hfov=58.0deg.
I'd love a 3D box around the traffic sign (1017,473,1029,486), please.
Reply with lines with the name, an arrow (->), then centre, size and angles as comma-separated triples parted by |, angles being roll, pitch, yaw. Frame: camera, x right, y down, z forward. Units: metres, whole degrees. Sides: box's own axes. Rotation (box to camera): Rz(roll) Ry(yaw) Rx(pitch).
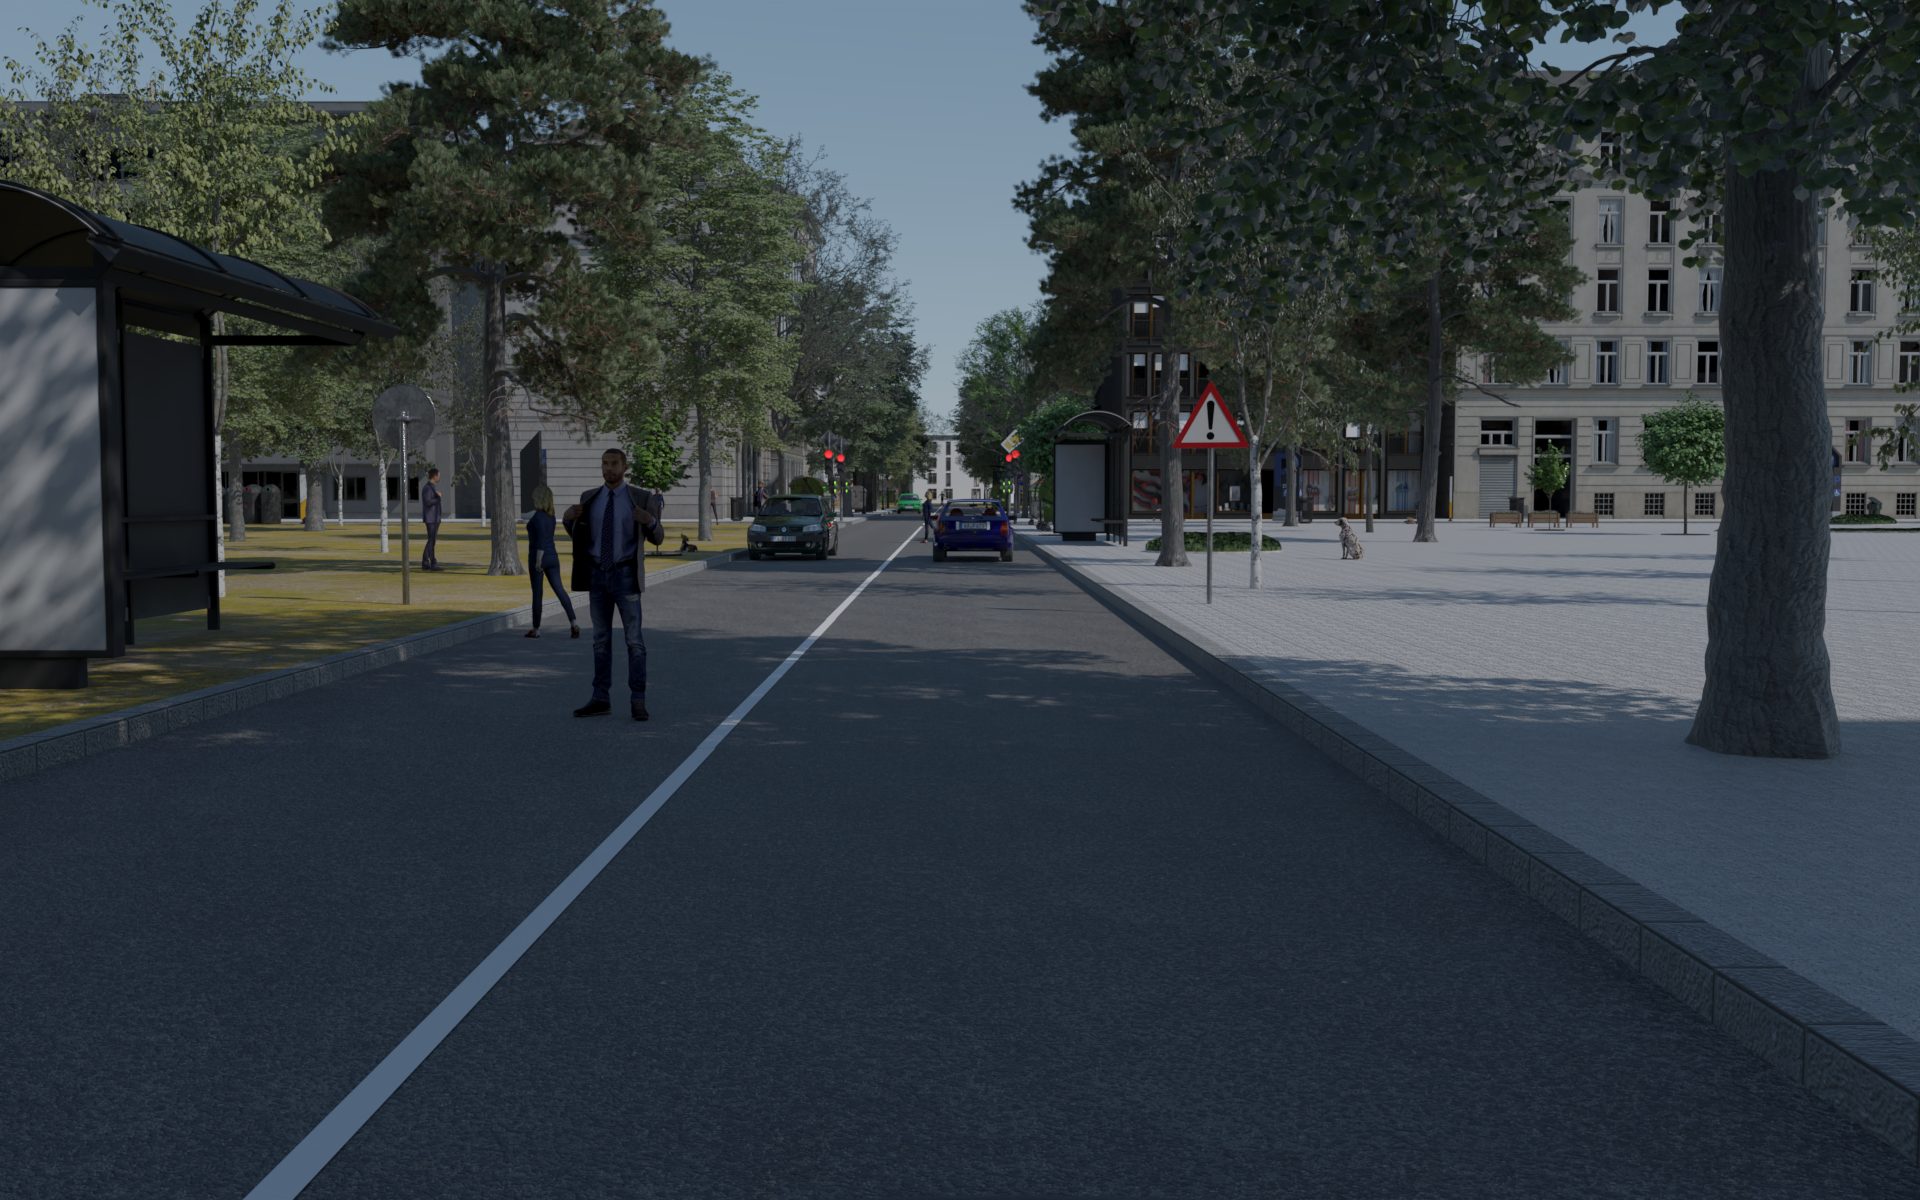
traffic sign -> 3.885, -6.505, 106.470 | 0.768, 2.556, 0.104 | 0, 4, 3

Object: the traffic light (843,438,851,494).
traffic light -> -5.632, -5.697, 82.391 | 0.839, 4.213, 0.868 | 0, 4, 0

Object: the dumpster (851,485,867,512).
dumpster -> -6.930, -6.788, 116.746 | 1.264, 1.857, 1.865 | 0, 4, 0

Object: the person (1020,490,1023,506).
person -> 6.600, -10.744, 182.418 | 1.217, 1.735, 0.721 | -2, 4, -33

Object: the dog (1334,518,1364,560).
dog -> 7.637, -1.188, 33.810 | 0.513, 0.831, 0.800 | 0, 4, 0

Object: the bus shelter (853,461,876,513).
bus shelter -> -6.517, -7.997, 122.029 | 1.731, 3.624, 6.357 | 0, 4, 0

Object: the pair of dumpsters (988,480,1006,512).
pair of dumpsters -> 2.876, -7.510, 125.282 | 1.574, 2.255, 4.436 | 0, 3, 0

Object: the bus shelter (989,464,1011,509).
bus shelter -> 3.250, -9.100, 140.063 | 1.731, 3.624, 6.357 | 0, 4, 0

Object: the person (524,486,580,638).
person -> -4.070, -0.379, 17.240 | 0.613, 1.512, 0.480 | 0, 4, 1

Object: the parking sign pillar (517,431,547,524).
parking sign pillar -> -18.342, -5.261, 74.497 | 1.447, 3.967, 1.447 | 3, 4, 37

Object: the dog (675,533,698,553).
dog -> -6.064, -1.258, 38.304 | 0.550, 0.427, 0.748 | 0, 4, -5

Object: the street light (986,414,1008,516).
street light -> 2.202, -7.829, 100.552 | 1.470, 5.913, 1.316 | 0, 4, 0

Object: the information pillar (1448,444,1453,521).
information pillar -> 23.190, -5.533, 81.817 | 0.183, 3.616, 0.504 | 1, 4, 13

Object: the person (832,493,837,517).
person -> -7.081, -5.414, 96.622 | 0.516, 1.574, 0.319 | -3, 5, -44

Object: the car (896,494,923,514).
car -> -3.694, -7.187, 126.311 | 1.959, 1.807, 4.718 | 0, 4, -1

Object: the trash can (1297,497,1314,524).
trash can -> 14.960, -3.875, 75.014 | 0.748, 1.137, 0.748 | 0, 3, 0

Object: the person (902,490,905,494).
person -> -7.408, -13.543, 227.612 | 0.705, 1.807, 1.348 | 2, 4, 34

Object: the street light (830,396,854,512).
street light -> -5.588, -6.712, 82.281 | 1.470, 5.913, 1.316 | 0, 4, 0

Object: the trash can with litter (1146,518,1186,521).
trash can with litter -> 9.890, -4.383, 82.719 | 2.233, 1.210, 1.678 | -1, 4, -9

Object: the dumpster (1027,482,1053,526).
dumpster -> 3.431, -3.995, 71.074 | 1.264, 1.857, 1.865 | 0, 4, 0

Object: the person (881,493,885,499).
person -> -9.383, -12.530, 211.460 | 0.434, 1.755, 0.990 | 1, 4, 10

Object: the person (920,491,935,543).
person -> -0.860, -2.421, 50.623 | 0.613, 1.512, 0.480 | -2, 4, -24

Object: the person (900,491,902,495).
person -> -7.574, -13.286, 224.093 | 0.721, 1.723, 1.217 | 0, 4, 7

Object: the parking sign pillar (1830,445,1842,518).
parking sign pillar -> 41.356, -5.746, 82.415 | 1.447, 3.967, 1.447 | 0, 4, -7

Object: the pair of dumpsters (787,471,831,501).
pair of dumpsters -> -6.251, -4.229, 71.643 | 1.574, 2.255, 4.436 | 0, 3, 0

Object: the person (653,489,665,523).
person -> -11.076, -3.315, 62.936 | 0.574, 1.496, 0.600 | 1, 4, 10

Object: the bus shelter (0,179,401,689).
bus shelter -> -6.333, -1.218, 13.841 | 2.014, 3.302, 5.546 | 0, 4, 0

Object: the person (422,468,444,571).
person -> -8.786, -1.338, 28.841 | 0.530, 1.710, 0.541 | 0, 4, 7

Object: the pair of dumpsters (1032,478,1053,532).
pair of dumpsters -> 3.393, -3.563, 60.752 | 1.574, 2.255, 4.436 | 0, 3, 0

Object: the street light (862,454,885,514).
street light -> -5.624, -8.462, 110.892 | 1.470, 5.913, 1.316 | 0, 4, 0

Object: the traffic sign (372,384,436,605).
traffic sign -> -6.424, -1.218, 20.013 | 0.768, 2.556, 0.104 | 0, 4, 7

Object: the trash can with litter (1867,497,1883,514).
trash can with litter -> 39.920, -3.900, 75.147 | 0.624, 1.170, 1.055 | -2, 4, -27

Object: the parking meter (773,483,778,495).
parking meter -> -8.619, -4.665, 81.990 | 0.399, 1.863, 0.255 | -1, 4, -16

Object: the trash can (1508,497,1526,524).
trash can -> 23.999, -3.854, 74.670 | 0.748, 1.137, 0.748 | 0, 3, 0

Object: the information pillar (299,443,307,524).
information pillar -> -27.866, -5.039, 73.742 | 0.504, 3.616, 0.183 | 0, 4, -7

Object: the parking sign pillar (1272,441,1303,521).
parking sign pillar -> 15.648, -5.760, 82.650 | 1.447, 3.967, 1.447 | 2, 4, 31

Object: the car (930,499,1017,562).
car -> 0.293, -1.554, 37.984 | 1.945, 1.354, 3.894 | 0, 4, 1

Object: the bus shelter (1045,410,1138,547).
bus shelter -> 3.322, -3.101, 44.625 | 2.014, 3.302, 5.546 | 0, 3, 0

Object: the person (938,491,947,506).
person -> -2.182, -12.511, 213.066 | 1.348, 1.823, 0.705 | -2, 4, -31

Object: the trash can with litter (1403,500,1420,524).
trash can with litter -> 19.519, -3.823, 73.897 | 1.055, 1.170, 0.624 | -1, 4, -11

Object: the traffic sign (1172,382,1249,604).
traffic sign -> 2.907, -1.231, 20.138 | 0.884, 2.594, 0.081 | 1, 4, 9

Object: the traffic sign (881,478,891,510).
traffic sign -> -6.020, -8.569, 140.105 | 0.884, 2.594, 0.081 | 1, 4, 8

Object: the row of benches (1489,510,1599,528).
row of benches -> 22.264, -3.111, 66.328 | 4.104, 0.672, 1.422 | 0, 4, 5

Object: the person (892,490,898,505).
person -> -7.082, -11.454, 193.874 | 0.990, 1.755, 0.434 | 1, 4, 12

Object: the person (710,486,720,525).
person -> -10.257, -3.932, 71.801 | 0.593, 1.643, 0.415 | -3, 5, -44

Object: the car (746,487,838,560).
car -> -3.720, -1.781, 38.900 | 2.009, 1.686, 4.222 | 0, 4, 1

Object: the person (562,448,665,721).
person -> -2.214, -0.104, 11.018 | 0.655, 1.722, 0.431 | 1, 4, 15

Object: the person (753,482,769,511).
person -> -7.425, -3.523, 64.468 | 0.431, 1.722, 0.655 | -3, 5, -45

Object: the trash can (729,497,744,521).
trash can -> -10.588, -4.314, 82.180 | 0.748, 1.137, 0.748 | 0, 3, 0

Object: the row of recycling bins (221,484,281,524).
row of recycling bins -> -30.775, -4.118, 74.448 | 3.534, 1.692, 1.069 | 1, 4, 15
